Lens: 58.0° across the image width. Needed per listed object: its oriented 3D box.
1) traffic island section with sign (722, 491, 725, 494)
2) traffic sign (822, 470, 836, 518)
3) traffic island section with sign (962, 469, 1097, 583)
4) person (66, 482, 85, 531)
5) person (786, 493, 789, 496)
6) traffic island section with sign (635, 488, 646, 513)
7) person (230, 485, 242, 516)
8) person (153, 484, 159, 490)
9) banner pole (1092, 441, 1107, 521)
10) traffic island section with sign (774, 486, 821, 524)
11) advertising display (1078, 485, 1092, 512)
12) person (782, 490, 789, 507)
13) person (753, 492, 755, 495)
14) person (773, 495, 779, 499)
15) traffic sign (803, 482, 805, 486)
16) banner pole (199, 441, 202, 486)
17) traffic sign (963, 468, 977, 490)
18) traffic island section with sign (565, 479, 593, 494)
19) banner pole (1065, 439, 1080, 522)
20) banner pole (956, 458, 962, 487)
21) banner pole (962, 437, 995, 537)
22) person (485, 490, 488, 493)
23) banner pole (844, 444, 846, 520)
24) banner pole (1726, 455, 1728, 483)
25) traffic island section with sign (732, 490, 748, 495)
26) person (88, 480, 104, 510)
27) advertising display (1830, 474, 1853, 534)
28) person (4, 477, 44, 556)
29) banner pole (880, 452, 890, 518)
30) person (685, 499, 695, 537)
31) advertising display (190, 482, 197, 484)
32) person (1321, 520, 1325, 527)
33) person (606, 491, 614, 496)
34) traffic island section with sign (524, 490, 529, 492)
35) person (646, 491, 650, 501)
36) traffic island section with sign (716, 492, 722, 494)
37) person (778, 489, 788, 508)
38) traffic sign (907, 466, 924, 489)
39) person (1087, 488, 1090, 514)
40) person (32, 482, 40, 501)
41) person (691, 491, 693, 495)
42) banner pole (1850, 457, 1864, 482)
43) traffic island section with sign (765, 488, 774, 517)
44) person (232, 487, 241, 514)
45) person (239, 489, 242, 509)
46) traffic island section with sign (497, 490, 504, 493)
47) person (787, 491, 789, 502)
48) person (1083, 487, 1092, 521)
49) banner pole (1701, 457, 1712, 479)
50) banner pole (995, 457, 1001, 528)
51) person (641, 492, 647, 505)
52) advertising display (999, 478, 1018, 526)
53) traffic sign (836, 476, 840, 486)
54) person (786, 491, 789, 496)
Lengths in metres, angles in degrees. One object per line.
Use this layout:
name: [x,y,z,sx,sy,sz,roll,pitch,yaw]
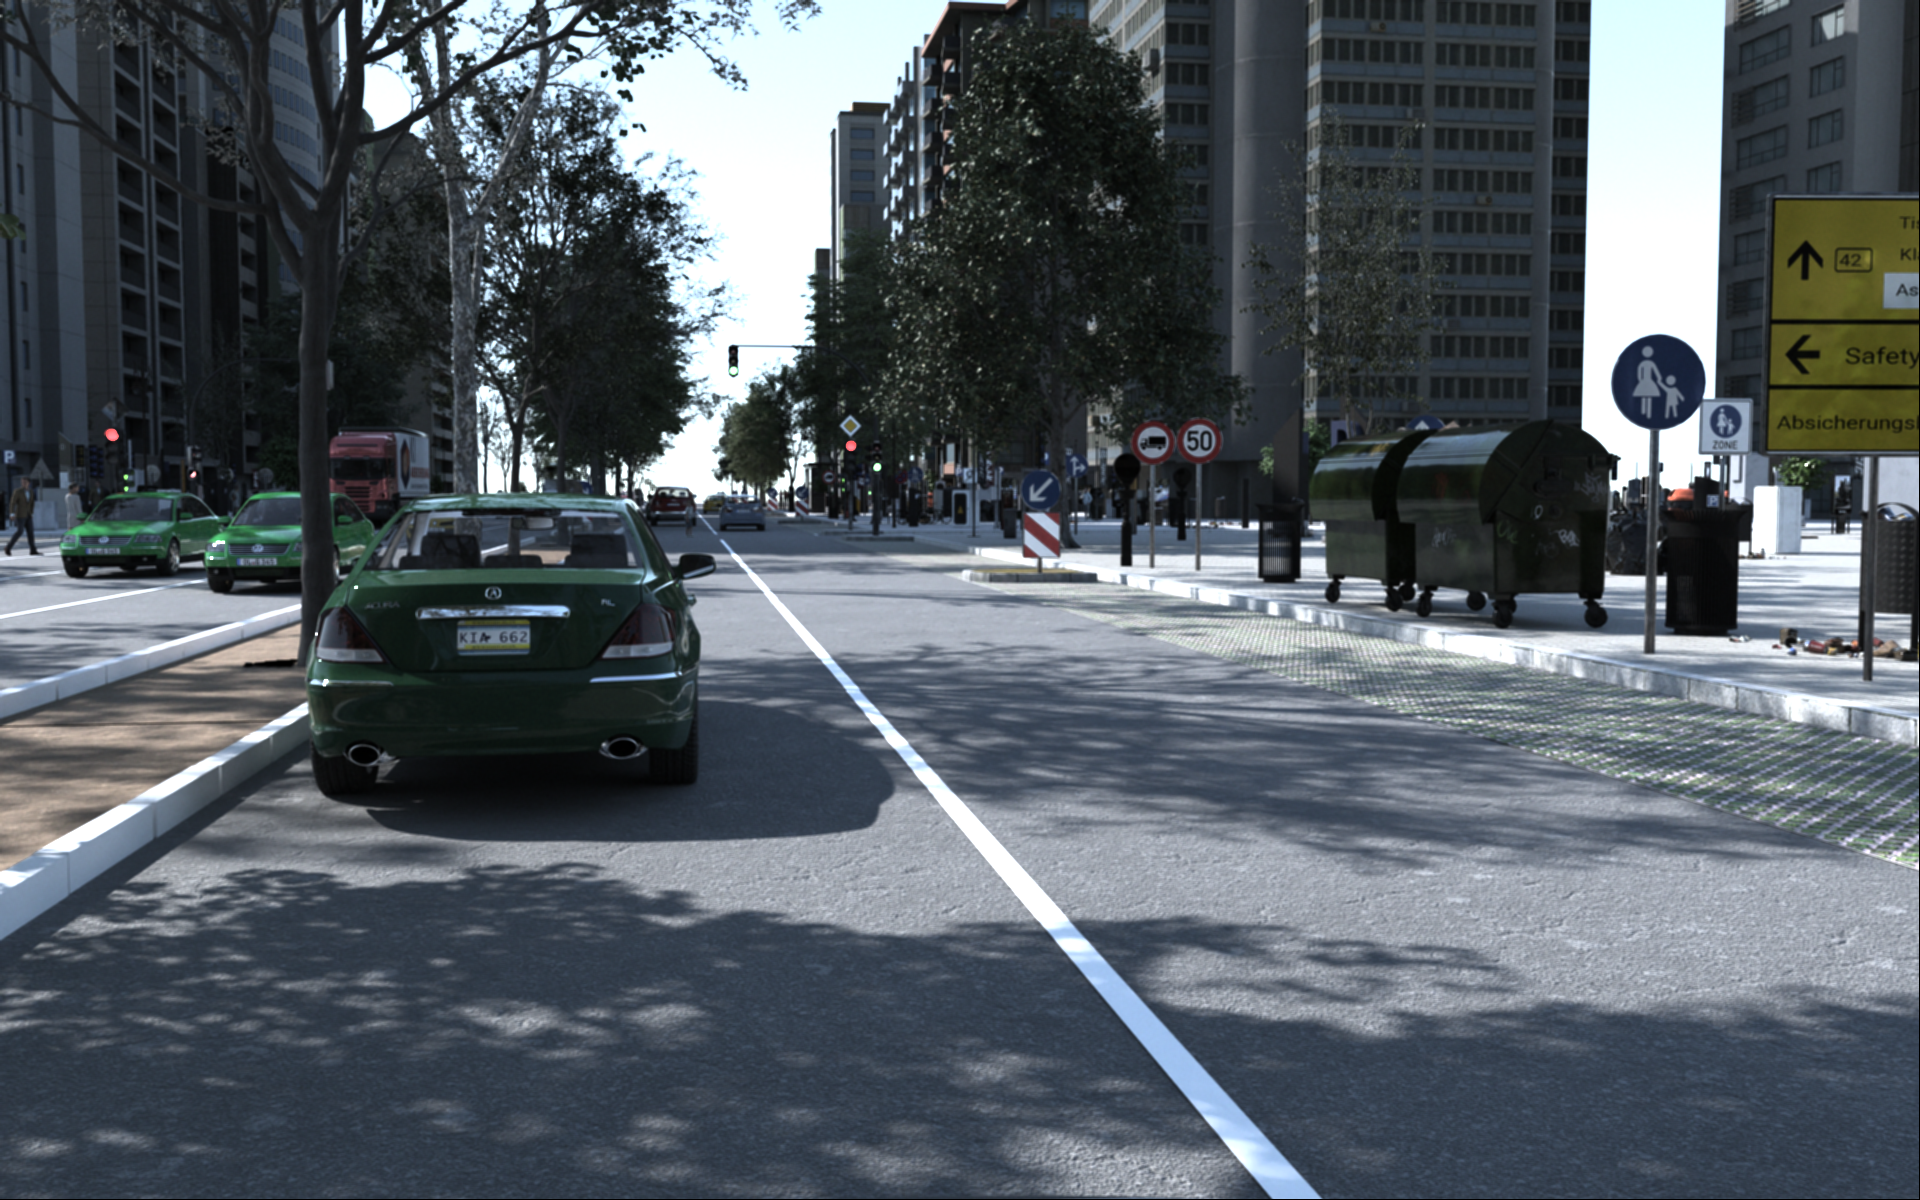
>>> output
traffic island section with sign: [-24.250,-10.844,185.927,1.989,1.847,2.006,-1,4,-9]
traffic sign: [-6.889,-5.562,91.038,0.768,2.556,0.104,0,4,-7]
traffic island section with sign: [1.080,-1.229,28.714,1.989,1.847,2.006,-1,4,-9]
person: [-22.791,-2.162,44.596,0.466,1.731,0.760,-1,4,-14]
person: [-19.759,-11.898,201.258,1.217,1.739,0.721,1,4,20]
traffic island section with sign: [-24.890,-7.688,133.831,2.006,1.907,1.989,-1,4,-9]
person: [-41.875,-5.751,100.176,0.635,1.810,0.391,-3,5,-41]
person: [-39.260,-4.766,84.330,0.532,1.782,0.716,-2,4,-29]
banner pole: [6.686,-5.650,82.388,0.863,3.779,0.401,-3,4,-36]
traffic island section with sign: [-7.804,-4.598,83.811,1.989,1.847,2.006,-1,4,-9]
advertising display: [8.738,-7.062,120.674,0.974,1.923,0.123,0,4,5]
person: [-17.998,-10.507,178.546,1.217,1.743,0.721,0,4,7]
person: [-34.019,-17.186,287.745,1.217,1.735,0.721,3,5,45]
person: [-21.600,-11.969,201.722,1.348,1.826,0.705,-1,4,-22]
traffic sign: [-11.774,-8.184,133.807,0.884,2.594,0.081,0,4,-5]
banner pole: [-35.279,-5.536,80.537,0.401,3.779,0.863,-2,4,-29]
traffic sign: [0.420,-3.988,67.334,0.606,2.300,0.079,0,4,0]
traffic island section with sign: [-12.930,-3.150,59.647,2.006,1.907,1.989,-1,4,-9]
banner pole: [5.095,-5.457,79.240,0.863,3.779,0.401,-2,4,-24]
banner pole: [-0.023,-7.955,120.076,0.401,3.779,0.863,-3,4,-37]
banner pole: [0.551,-3.767,51.611,0.401,3.779,0.863,-2,4,-35]
person: [-38.262,-7.996,139.903,0.621,1.740,0.551,-1,4,-12]
banner pole: [-5.548,-5.753,84.073,0.401,3.779,0.863,-1,4,-16]
banner pole: [39.760,-6.075,89.344,0.863,3.779,0.401,-1,4,-11]
traffic island section with sign: [-19.963,-9.216,159.314,1.989,1.847,2.006,-1,4,-9]
person: [-34.735,-3.893,69.606,0.836,1.842,0.656,0,4,-6]
advertising display: [28.665,-3.127,56.338,0.974,1.923,0.123,-2,4,-30]
person: [-21.845,-1.952,40.331,0.836,1.842,0.656,-1,4,-13]
banner pole: [-4.274,-6.397,94.604,0.863,3.779,0.401,0,4,6]
person: [-9.011,-2.725,57.746,0.332,1.250,0.352,-1,4,-18]
advertising display: [-40.454,-5.276,91.484,0.123,1.923,0.974,-1,4,-12]
person: [14.272,-3.756,67.800,0.601,1.785,0.444,2,4,30]
person: [-29.741,-8.430,147.129,0.742,1.727,0.445,-2,4,-29]
traffic island section with sign: [-45.794,-10.671,183.095,1.989,1.847,2.006,-1,4,-9]
person: [-34.863,-11.344,193.971,0.705,1.824,1.348,0,4,5]
traffic island section with sign: [-37.516,-15.881,268.283,1.989,1.847,2.006,-1,4,-9]
person: [-16.858,-9.572,163.221,1.217,1.739,0.721,-1,4,-12]
traffic sign: [-2.063,-4.888,80.026,0.768,2.556,0.104,0,4,0]
person: [8.474,-6.453,112.549,0.512,1.701,0.522,-3,5,-43]
person: [-38.767,-4.084,72.991,0.419,1.800,0.721,3,5,44]
person: [-30.720,-11.534,197.615,0.750,1.759,0.617,2,4,27]
banner pole: [22.749,-3.274,43.540,0.863,3.779,0.401,0,4,-7]
traffic island section with sign: [-12.114,-6.238,110.617,1.989,1.847,2.006,-1,4,-9]
person: [-40.025,-5.435,95.906,0.522,1.701,0.512,-3,5,-40]
person: [-45.661,-6.272,109.586,0.522,1.701,0.512,1,4,22]
traffic island section with sign: [-41.505,-9.043,156.482,1.989,1.847,2.006,-1,4,-9]
person: [-29.195,-17.551,293.130,1.348,1.807,0.705,1,4,17]
person: [6.130,-4.646,83.816,0.330,1.601,0.589,-2,4,-33]
banner pole: [50.127,-7.742,116.592,0.863,3.779,0.401,2,4,30]
banner pole: [1.250,-4.560,64.580,0.863,3.779,0.401,-3,5,-42]
person: [-42.431,-13.590,231.488,1.217,1.735,0.721,-1,4,-11]
advertising display: [1.961,-3.975,70.206,0.974,1.923,0.123,-3,5,-42]
traffic sign: [-7.992,-6.771,110.704,0.884,2.594,0.081,-1,4,-9]
person: [-27.839,-16.639,278.533,0.568,1.767,0.683,-1,4,-16]
